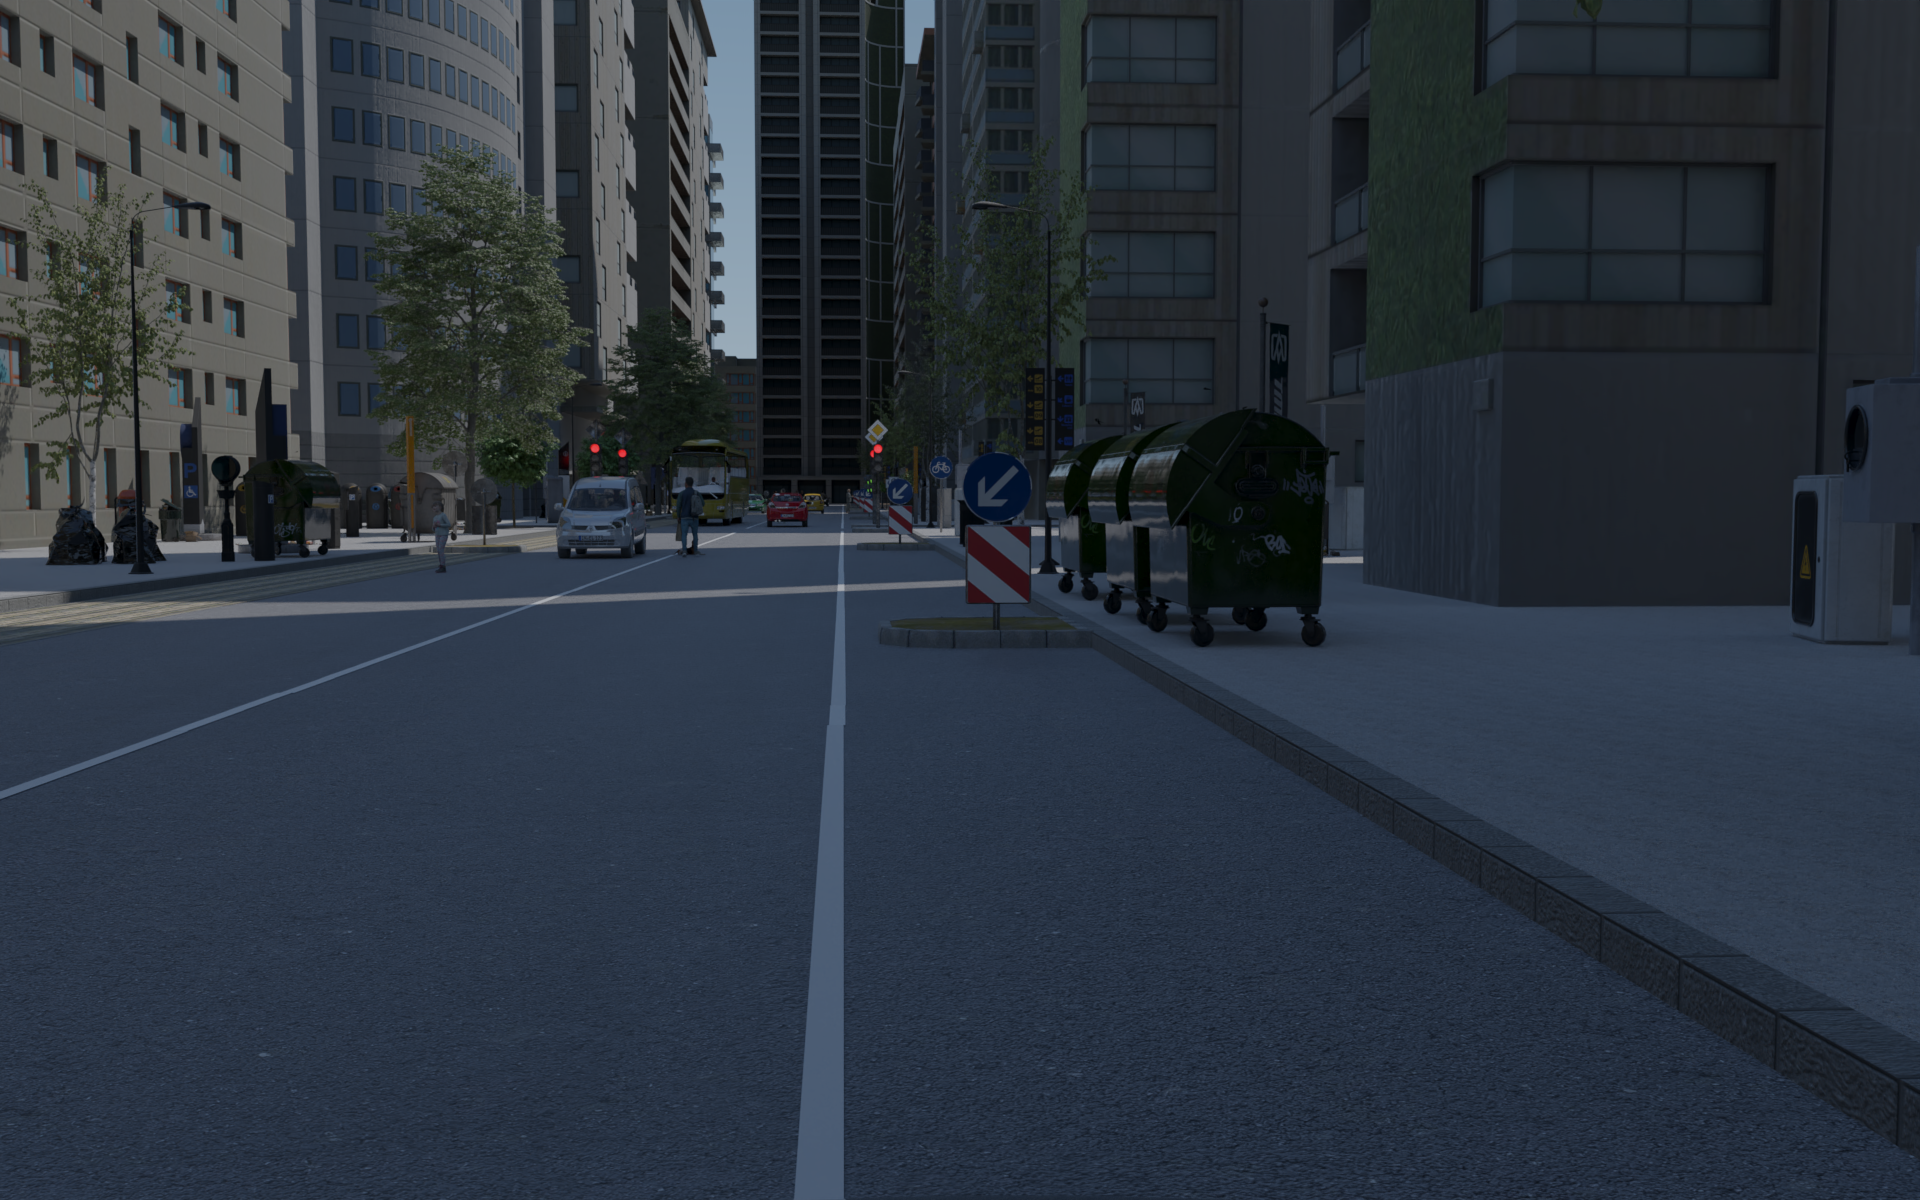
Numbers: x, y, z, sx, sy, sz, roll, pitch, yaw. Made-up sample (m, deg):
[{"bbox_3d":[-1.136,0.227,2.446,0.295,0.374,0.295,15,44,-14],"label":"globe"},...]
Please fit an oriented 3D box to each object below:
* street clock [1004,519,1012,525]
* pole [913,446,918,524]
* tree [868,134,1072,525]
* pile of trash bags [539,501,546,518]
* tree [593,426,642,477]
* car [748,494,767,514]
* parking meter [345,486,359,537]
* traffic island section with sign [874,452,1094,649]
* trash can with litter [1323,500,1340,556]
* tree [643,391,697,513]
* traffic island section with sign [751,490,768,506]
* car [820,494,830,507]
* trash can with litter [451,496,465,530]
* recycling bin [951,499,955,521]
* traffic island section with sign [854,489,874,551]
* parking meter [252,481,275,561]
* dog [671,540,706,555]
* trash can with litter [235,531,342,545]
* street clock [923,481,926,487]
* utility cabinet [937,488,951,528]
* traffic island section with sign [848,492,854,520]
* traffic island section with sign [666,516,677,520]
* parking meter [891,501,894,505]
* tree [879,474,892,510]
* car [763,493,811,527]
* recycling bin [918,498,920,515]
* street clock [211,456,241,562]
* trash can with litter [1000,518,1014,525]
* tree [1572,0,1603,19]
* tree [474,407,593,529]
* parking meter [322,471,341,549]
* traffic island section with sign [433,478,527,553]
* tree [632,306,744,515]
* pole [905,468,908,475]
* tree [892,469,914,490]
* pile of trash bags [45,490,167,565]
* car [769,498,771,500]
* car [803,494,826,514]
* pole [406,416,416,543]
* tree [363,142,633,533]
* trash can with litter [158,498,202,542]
[{"bbox_3d":[1.081,-2.089,38.720,0.358,2.002,0.471,0,4,3],"label":"street clock"},{"bbox_3d":[-1.902,-4.919,74.276,0.158,3.312,0.155,0,3,0],"label":"pole"},{"bbox_3d":[0.992,-5.168,34.865,4.737,8.622,4.395,0,3,0],"label":"tree"},{"bbox_3d":[-21.525,-5.044,92.229,1.912,1.369,3.447,0,4,0],"label":"pile of trash bags"},{"bbox_3d":[-16.949,-6.081,83.138,4.285,4.588,4.351,0,3,0],"label":"tree"},{"bbox_3d":[-15.194,-7.055,127.153,2.131,1.459,4.920,0,4,-5],"label":"car"},{"bbox_3d":[-18.137,-2.646,51.678,0.372,1.533,0.369,0,3,0],"label":"parking meter"},{"bbox_3d":[0.195,-0.514,17.025,1.989,1.847,2.006,0,4,-4],"label":"traffic island section with sign"},{"bbox_3d":[7.002,-1.524,35.982,2.233,1.210,1.678,-1,4,-13],"label":"trash can with litter"},{"bbox_3d":[-19.336,-10.049,114.662,4.737,8.622,4.395,0,3,0],"label":"tree"},{"bbox_3d":[-20.641,-10.133,174.303,1.989,1.847,2.006,0,4,-4],"label":"traffic island section with sign"},{"bbox_3d":[-16.074,-11.680,200.752,2.009,1.686,4.222,0,4,-3],"label":"car"},{"bbox_3d":[-18.283,-3.098,61.718,2.233,1.210,1.678,0,4,-6],"label":"trash can with litter"},{"bbox_3d":[-0.056,-4.311,83.037,0.722,1.027,0.722,1,4,18],"label":"recycling bin"},{"bbox_3d":[-1.679,-2.213,44.807,1.989,1.847,2.006,0,4,-4],"label":"traffic island section with sign"},{"bbox_3d":[-13.361,-1.519,33.240,0.372,1.533,0.369,0,3,0],"label":"parking meter"},{"bbox_3d":[-6.384,-1.254,40.695,0.748,0.427,0.550,3,5,42],"label":"dog"},{"bbox_3d":[-17.169,-2.000,43.750,2.233,1.210,1.678,1,4,11],"label":"trash can with litter"},{"bbox_3d":[-1.755,-5.505,94.579,0.471,2.002,0.358,0,4,-5],"label":"street clock"},{"bbox_3d":[-0.606,-3.465,65.330,0.318,1.500,1.173,-1,4,-13],"label":"utility cabinet"},{"bbox_3d":[-5.255,-5.466,97.996,1.989,1.847,2.006,0,4,-4],"label":"traffic island section with sign"},{"bbox_3d":[-15.460,-5.425,97.321,1.989,1.847,2.006,0,4,-4],"label":"traffic island section with sign"},{"bbox_3d":[-4.260,-6.565,113.054,0.399,1.863,0.255,-1,4,-21],"label":"parking meter"},{"bbox_3d":[-5.328,-9.072,142.925,1.663,3.219,1.824,0,3,0],"label":"tree"},{"bbox_3d":[-7.628,-4.123,76.443,2.155,1.783,4.494,0,4,-6],"label":"car"},{"bbox_3d":[-2.891,-5.810,107.550,0.722,1.027,0.722,-3,4,-38],"label":"recycling bin"},{"bbox_3d":[-13.887,-1.727,32.808,0.471,2.002,0.358,0,4,-2],"label":"street clock"},{"bbox_3d":[1.273,-1.991,43.944,0.624,1.170,1.055,-3,4,-36],"label":"trash can with litter"},{"bbox_3d":[3.173,-3.363,5.350,4.737,8.622,4.395,0,3,0],"label":"tree"},{"bbox_3d":[-16.681,-4.972,65.001,4.285,4.588,4.351,0,3,0],"label":"tree"},{"bbox_3d":[-14.709,-2.128,40.496,0.399,1.863,0.255,1,4,9],"label":"parking meter"},{"bbox_3d":[-11.796,-2.088,42.769,1.989,1.847,2.006,0,4,-4],"label":"traffic island section with sign"},{"bbox_3d":[-17.874,-11.413,104.735,7.486,12.596,7.792,0,3,0],"label":"tree"},{"bbox_3d":[-4.193,-8.731,136.590,0.158,3.312,0.155,0,3,0],"label":"pole"},{"bbox_3d":[-3.949,-8.496,133.518,1.663,3.219,1.824,0,3,0],"label":"tree"},{"bbox_3d":[-16.079,-1.416,32.907,1.912,1.369,3.447,-1,4,-15],"label":"pile of trash bags"},{"bbox_3d":[-17.184,-9.475,165.146,2.015,1.641,3.980,0,4,-3],"label":"car"},{"bbox_3d":[-10.888,-7.192,127.808,2.015,1.641,3.980,0,4,-5],"label":"car"},{"bbox_3d":[-14.424,-3.159,45.490,0.158,3.312,0.155,0,3,0],"label":"pole"},{"bbox_3d":[-15.698,-8.468,56.574,7.486,12.596,7.792,0,3,0],"label":"tree"},{"bbox_3d":[-20.860,-2.137,46.324,1.055,1.170,0.624,-1,4,-17],"label":"trash can with litter"}]
